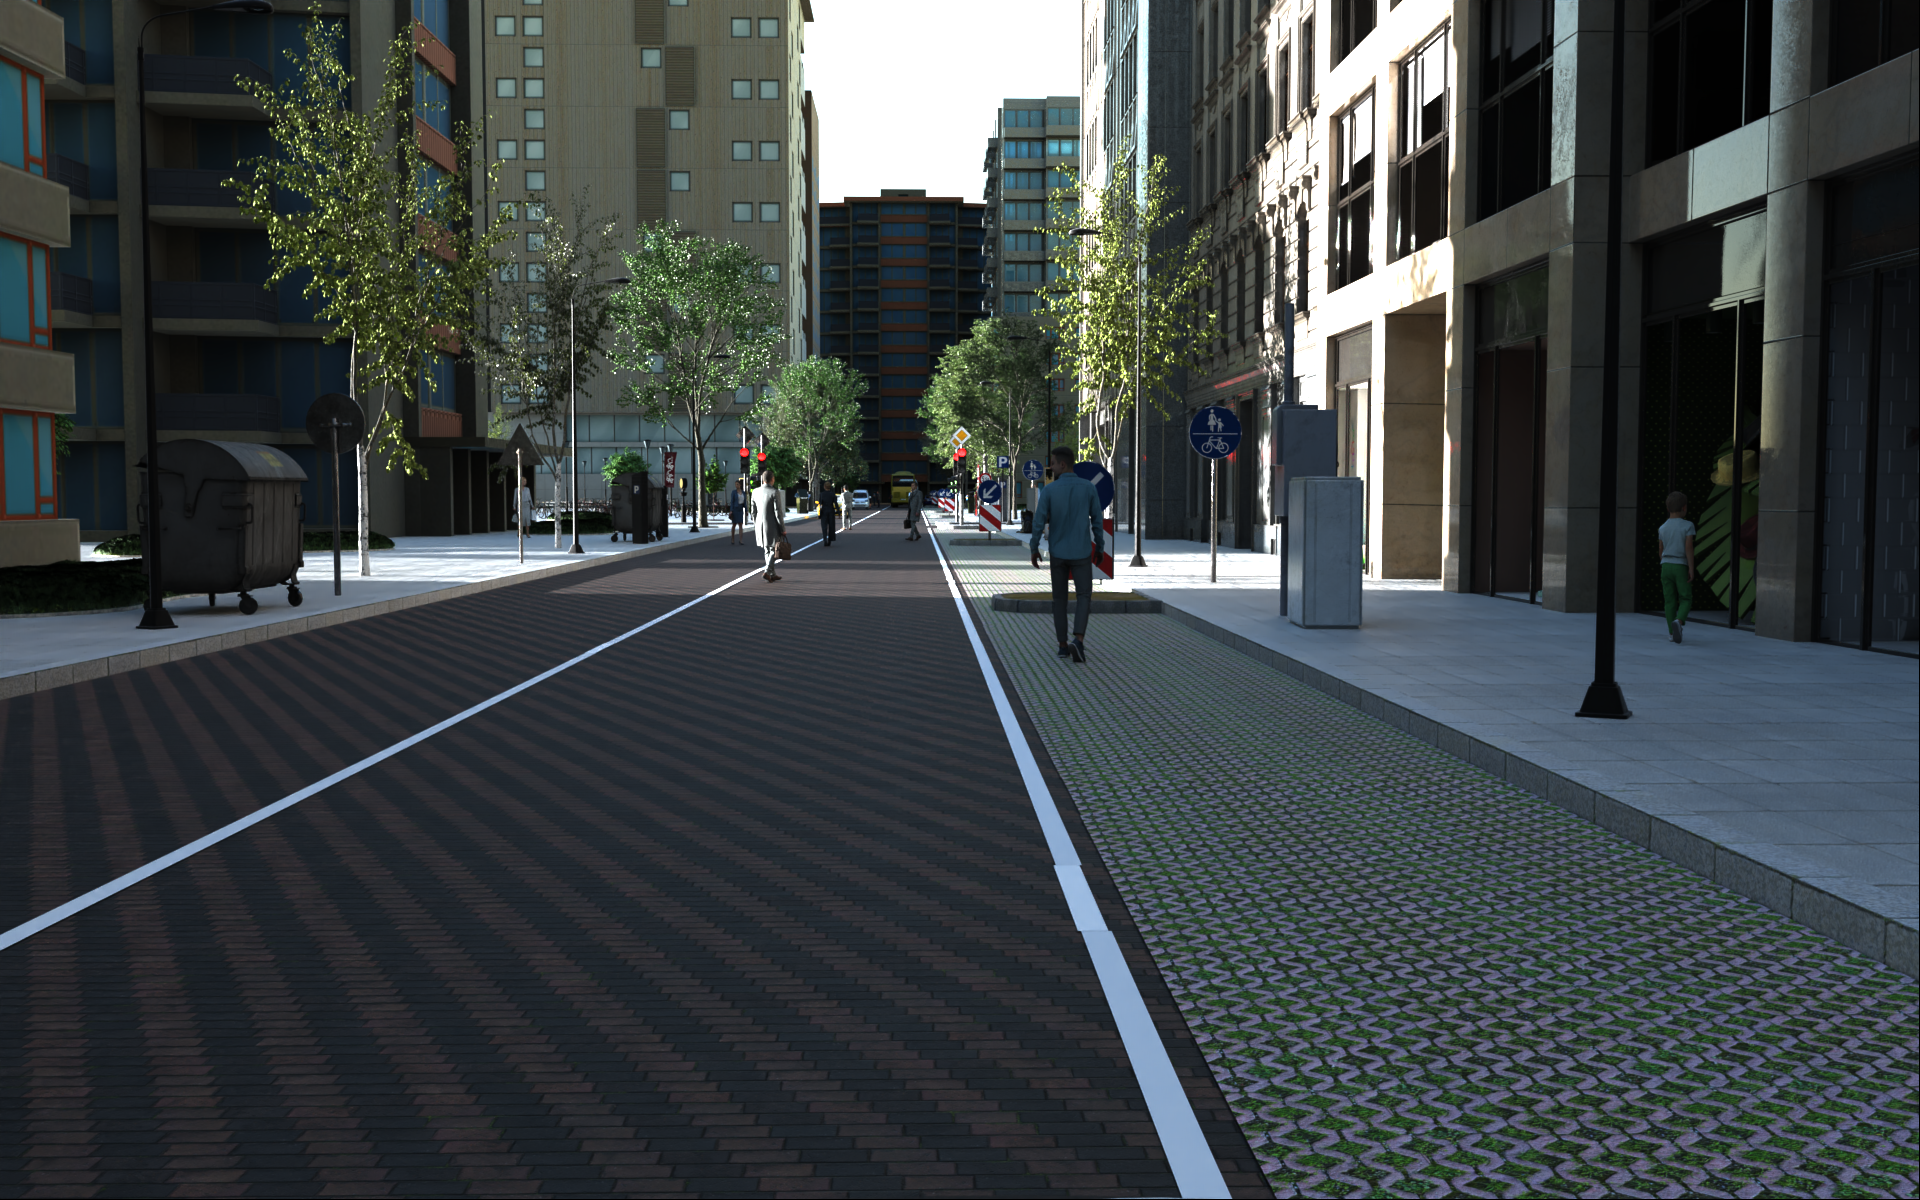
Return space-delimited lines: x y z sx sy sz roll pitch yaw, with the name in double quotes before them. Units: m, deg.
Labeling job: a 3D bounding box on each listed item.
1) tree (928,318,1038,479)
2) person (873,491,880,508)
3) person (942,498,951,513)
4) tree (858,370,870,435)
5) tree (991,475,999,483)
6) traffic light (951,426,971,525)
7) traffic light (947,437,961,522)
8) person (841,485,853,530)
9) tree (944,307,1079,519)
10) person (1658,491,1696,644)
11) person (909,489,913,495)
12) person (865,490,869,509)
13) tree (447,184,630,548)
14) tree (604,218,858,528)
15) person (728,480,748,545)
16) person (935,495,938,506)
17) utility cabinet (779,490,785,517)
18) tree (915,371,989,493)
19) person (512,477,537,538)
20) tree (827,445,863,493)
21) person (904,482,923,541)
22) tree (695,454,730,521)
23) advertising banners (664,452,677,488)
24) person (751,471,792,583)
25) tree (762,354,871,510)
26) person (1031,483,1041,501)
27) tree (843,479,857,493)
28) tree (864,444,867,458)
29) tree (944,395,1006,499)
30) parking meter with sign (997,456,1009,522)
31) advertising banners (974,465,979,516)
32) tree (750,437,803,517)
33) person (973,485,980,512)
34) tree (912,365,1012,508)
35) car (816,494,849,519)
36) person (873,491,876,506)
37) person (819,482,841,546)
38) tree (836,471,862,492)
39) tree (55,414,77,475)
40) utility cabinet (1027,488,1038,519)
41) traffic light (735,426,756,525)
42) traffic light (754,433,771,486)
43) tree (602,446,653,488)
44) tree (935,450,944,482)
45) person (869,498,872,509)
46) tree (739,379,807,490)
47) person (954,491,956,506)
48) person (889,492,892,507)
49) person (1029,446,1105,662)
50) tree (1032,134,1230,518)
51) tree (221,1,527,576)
"tree" 1.500 -11.836 111.652 7.486 12.596 7.792 0 3 0
"person" -8.721 -10.530 181.191 0.750 1.759 0.617 0 4 -6
"person" -0.925 -7.389 129.223 0.836 1.842 0.656 -1 4 -18
"tree" -10.781 -12.309 127.015 9.928 11.665 9.643 0 3 0
"tree" 2.584 -9.708 153.327 1.663 3.219 1.824 0 3 0
"traffic light" 0.057 -5.044 71.393 0.839 4.253 0.868 0 4 -1
"traffic light" -0.151 -5.532 79.376 0.839 4.253 0.868 0 4 -1
"person" -4.551 -3.721 69.517 0.511 1.800 0.466 -2 4 -29
"tree" 2.529 -9.339 87.112 8.767 10.594 7.601 3 5 43
"person" 6.159 -0.282 14.898 0.306 1.304 0.590 2 4 27
"person" -3.662 -7.533 131.688 0.581 1.822 0.654 2 4 25
"person" -8.966 -9.692 167.046 0.705 1.814 1.350 -1 4 -17
"tree" -9.753 -5.555 41.195 4.360 8.622 3.978 0 3 0
"tree" -9.973 -8.578 66.012 9.928 11.665 9.643 0 3 0
"person" -6.307 -2.490 49.230 0.581 1.822 0.654 -1 4 -19
"person" -2.626 -11.375 195.028 0.434 1.755 0.990 1 4 12
"utility cabinet" -9.961 -5.170 93.204 1.173 1.500 0.318 -3 5 -40
"tree" 0.106 -13.423 145.214 9.928 11.665 9.643 0 3 0
"person" -12.774 -2.713 50.748 0.694 1.780 0.624 -1 4 -18
"tree" -13.328 -15.027 196.057 4.360 8.622 3.978 0 3 0
"person" -1.445 -2.738 53.363 0.767 1.812 0.694 -3 4 -37
"tree" -11.776 -5.436 83.474 1.663 3.219 1.824 0 3 0
"advertising banners" -12.747 -4.618 71.699 2.074 3.025 0.090 0 4 -5
"person" -3.062 -1.198 28.184 0.694 1.812 0.767 2 4 32
"tree" -11.848 -13.797 142.596 9.611 12.733 9.660 0 3 0
"person" 3.540 -4.565 80.951 0.793 1.790 0.793 2 4 25
"tree" -12.985 -13.027 207.588 1.663 3.219 1.824 0 3 0
"tree" -14.378 -17.218 231.869 4.360 8.622 3.978 0 3 0
"tree" 1.836 -10.410 120.560 4.360 8.622 3.978 0 3 0
"parking meter with sign" 2.027 -5.124 80.044 0.543 3.016 1.738 0 4 5
"advertising banners" 0.983 -6.498 102.428 0.090 3.025 2.074 0 4 -6
"tree" -10.606 -7.038 98.783 4.285 4.588 4.351 0 3 0
"person" 1.212 -6.286 108.925 0.850 1.850 0.679 -1 4 -23
"tree" 0.566 -15.365 161.592 12.009 13.543 11.850 0 3 0
"car" -7.417 -5.588 101.587 2.015 1.641 3.980 0 4 -1
"person" -10.565 -12.619 214.907 0.705 1.814 1.350 0 4 2
"person" -3.605 -2.370 47.672 0.576 1.772 0.534 -2 4 -25
"tree" -13.614 -14.030 213.110 4.285 4.588 4.351 0 3 0
"tree" -23.251 -3.567 42.032 4.285 4.588 4.351 0 3 0
"utility cabinet" 2.450 -3.079 59.024 0.318 1.500 1.173 0 4 7
"traffic light" -8.801 -5.029 71.147 0.839 4.253 0.868 0 4 -1
"traffic light" -9.009 -5.517 79.130 0.839 4.253 0.868 0 4 -1
"tree" -22.477 -8.147 116.920 4.285 4.588 4.351 0 3 0
"tree" -0.885 -15.208 199.012 4.360 8.622 3.978 0 3 0
"person" -8.764 -9.437 166.032 0.697 1.427 0.421 0 4 -2
"tree" -11.634 -9.751 109.791 4.360 8.622 3.978 0 3 0
"person" -0.610 -10.804 183.225 0.750 1.759 0.617 0 4 -4
"person" -7.805 -11.498 196.457 0.705 1.831 1.348 1 4 14
"person" 0.907 -0.400 14.898 0.638 1.841 0.748 1 4 12
"tree" 3.331 -5.275 36.611 4.737 8.622 4.395 0 3 0
"tree" -9.109 -4.685 26.958 4.737 8.622 4.395 0 3 0
